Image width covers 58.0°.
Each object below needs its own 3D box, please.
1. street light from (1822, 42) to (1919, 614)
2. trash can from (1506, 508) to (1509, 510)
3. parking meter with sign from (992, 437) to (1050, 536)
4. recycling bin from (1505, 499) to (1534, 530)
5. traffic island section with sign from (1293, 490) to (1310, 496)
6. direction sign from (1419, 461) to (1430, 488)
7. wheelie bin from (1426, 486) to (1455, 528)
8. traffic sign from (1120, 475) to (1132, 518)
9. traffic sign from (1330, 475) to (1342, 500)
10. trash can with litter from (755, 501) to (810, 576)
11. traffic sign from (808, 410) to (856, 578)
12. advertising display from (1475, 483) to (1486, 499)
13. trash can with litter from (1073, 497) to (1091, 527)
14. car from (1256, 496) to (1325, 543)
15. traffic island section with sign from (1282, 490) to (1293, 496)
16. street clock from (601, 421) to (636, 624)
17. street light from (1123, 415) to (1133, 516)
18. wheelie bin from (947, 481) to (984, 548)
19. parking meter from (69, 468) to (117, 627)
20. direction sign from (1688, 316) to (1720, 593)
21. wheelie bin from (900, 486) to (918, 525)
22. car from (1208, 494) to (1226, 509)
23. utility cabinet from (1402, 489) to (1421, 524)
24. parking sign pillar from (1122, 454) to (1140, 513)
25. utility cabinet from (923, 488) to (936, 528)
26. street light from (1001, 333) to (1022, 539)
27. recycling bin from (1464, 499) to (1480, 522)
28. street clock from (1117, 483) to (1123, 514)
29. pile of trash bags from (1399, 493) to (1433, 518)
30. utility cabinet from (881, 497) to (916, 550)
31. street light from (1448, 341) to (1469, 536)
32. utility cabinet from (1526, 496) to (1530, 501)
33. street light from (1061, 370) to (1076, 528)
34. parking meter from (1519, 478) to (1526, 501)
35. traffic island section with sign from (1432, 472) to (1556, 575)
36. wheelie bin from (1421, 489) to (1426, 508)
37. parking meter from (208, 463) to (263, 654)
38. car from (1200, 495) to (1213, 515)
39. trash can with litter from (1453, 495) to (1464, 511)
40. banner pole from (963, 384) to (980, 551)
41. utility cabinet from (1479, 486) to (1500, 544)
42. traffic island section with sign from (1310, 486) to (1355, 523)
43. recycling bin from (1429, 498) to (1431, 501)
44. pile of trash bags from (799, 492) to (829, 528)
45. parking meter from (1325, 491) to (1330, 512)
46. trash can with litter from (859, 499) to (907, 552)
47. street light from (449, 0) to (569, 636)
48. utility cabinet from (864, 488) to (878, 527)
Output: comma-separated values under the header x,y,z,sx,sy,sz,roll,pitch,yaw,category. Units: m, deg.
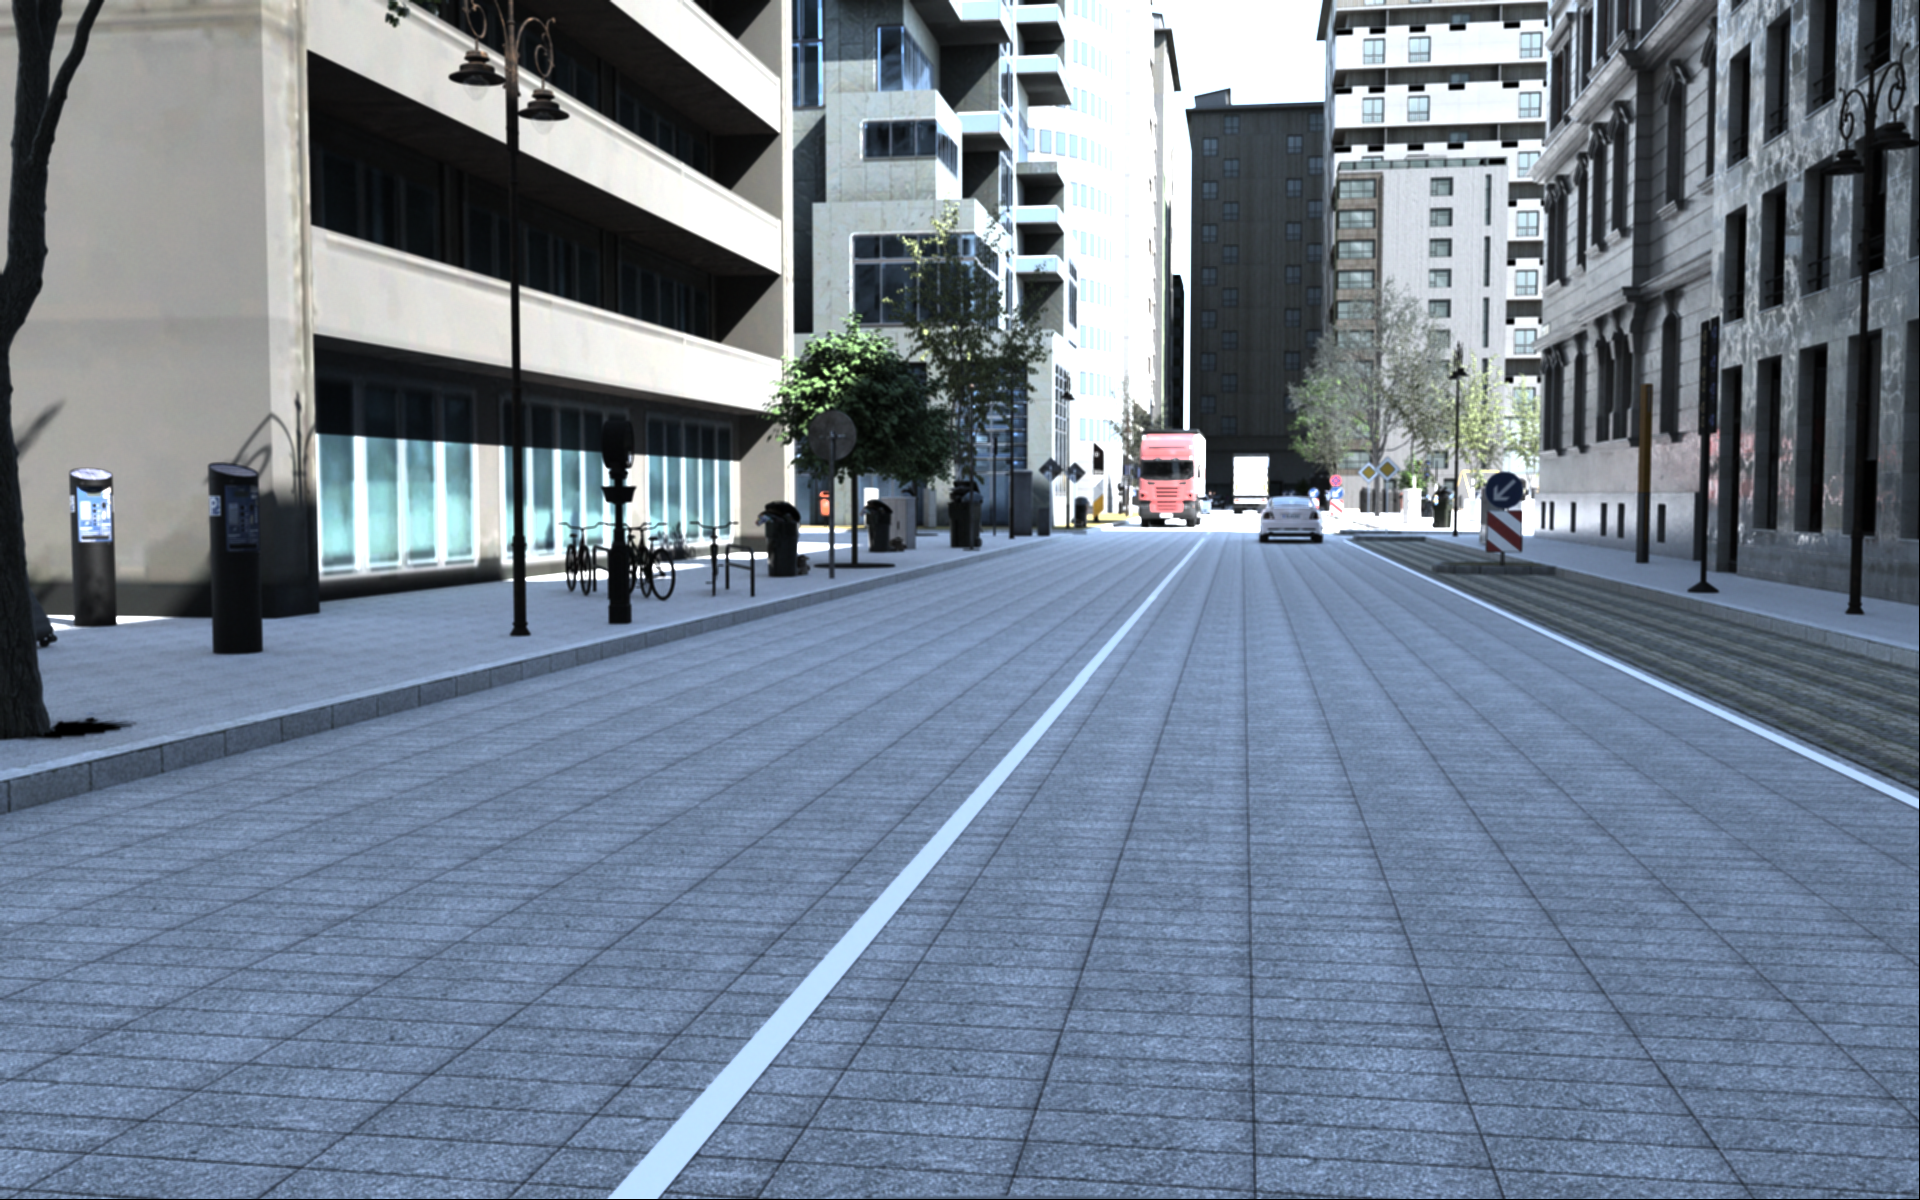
x,y,z,sx,sy,sz,roll,pitch,yaw,category
9.580,-2.788,18.364,0.468,5.910,1.993,1,4,9,street light
39.472,-7.045,126.844,0.748,1.137,0.748,0,3,0,trash can
1.880,-3.484,53.230,1.738,3.016,0.543,0,4,-7,parking meter with sign
20.071,-3.011,61.785,0.722,1.027,0.722,-2,4,-26,recycling bin
22.946,-6.384,112.999,1.989,1.847,2.006,1,4,9,traffic island section with sign
31.457,-7.686,117.661,0.876,3.537,0.379,1,4,22,direction sign
18.120,-3.488,64.930,0.693,1.594,0.980,3,5,40,wheelie bin
8.929,-5.574,93.267,0.606,2.300,0.079,1,4,13,traffic sign
25.051,-7.059,115.515,0.768,2.556,0.104,1,4,11,traffic sign
-2.753,-0.967,27.202,0.624,1.170,1.055,1,4,14,trash can with litter
-1.952,-1.602,26.303,0.768,2.556,0.104,1,4,12,traffic sign
31.345,-6.042,103.999,0.123,1.923,0.974,-2,4,-32,advertising display
4.709,-3.405,67.062,0.624,1.170,1.055,1,4,9,trash can with litter
9.994,-2.448,52.392,2.083,1.381,4.827,1,4,10,car
35.313,-11.020,188.802,1.989,1.847,2.006,1,4,9,traffic island section with sign
-3.377,-0.769,17.150,0.358,2.002,0.471,0,4,1,street clock
9.579,-7.718,98.981,0.468,5.910,1.993,1,4,9,street light
0.135,-2.063,41.638,0.980,1.594,0.693,2,4,32,wheelie bin
-8.438,-0.517,16.861,0.372,1.533,0.369,0,3,0,parking meter
9.727,-1.869,22.562,0.379,3.537,0.876,1,4,11,direction sign
-1.926,-3.558,66.080,0.693,1.594,0.980,0,3,0,wheelie bin
24.600,-9.592,166.620,2.009,1.686,4.222,0,4,7,car
19.033,-3.931,72.955,0.318,1.500,1.173,3,4,39,utility cabinet
11.554,-7.793,115.883,1.447,3.967,1.447,0,4,-6,parking sign pillar
-1.136,-3.476,65.508,0.318,1.500,1.173,-1,4,-12,utility cabinet
1.492,-4.703,49.685,0.468,5.910,1.993,1,4,9,street light
24.525,-4.296,82.786,0.722,1.027,0.722,2,4,26,recycling bin
10.156,-6.439,109.849,0.358,2.002,0.471,-1,4,-17,street clock
25.184,-5.198,94.740,1.912,1.369,3.447,-2,4,-24,pile of trash bags
-1.447,-1.792,40.462,0.306,1.237,1.020,-3,4,-38,utility cabinet
15.063,-4.875,52.493,0.468,5.910,1.993,1,4,9,street light
23.191,-3.683,71.378,0.306,1.237,1.020,0,4,4,utility cabinet
4.030,-5.609,64.500,0.468,5.910,1.993,1,4,9,street light
20.665,-3.554,63.819,0.255,1.863,0.399,0,4,-1,parking meter
9.673,-1.400,31.521,1.989,1.847,2.006,1,4,9,traffic island section with sign
29.192,-6.207,109.392,0.980,1.594,0.693,2,4,28,wheelie bin
-5.862,-0.343,14.016,0.372,1.533,0.369,0,3,0,parking meter
16.469,-6.597,119.865,2.014,1.417,4.499,0,4,8,car
37.240,-7.258,129.719,1.678,1.210,2.233,3,4,38,trash can with litter
0.255,-3.008,39.197,0.401,3.779,0.863,0,4,2,banner pole
13.408,-2.152,43.871,0.318,1.500,1.173,0,4,7,utility cabinet
18.542,-4.730,85.971,1.989,1.847,2.006,1,4,9,traffic island section with sign
33.501,-6.850,124.546,0.722,1.027,0.722,0,4,-4,recycling bin
-6.475,-3.405,65.426,3.447,1.369,1.912,-1,4,-9,pile of trash bags
26.572,-7.148,125.274,0.372,1.533,0.369,0,3,0,parking meter
-1.689,-1.658,38.489,0.624,1.170,1.055,3,4,36,trash can with litter
-3.995,-2.616,15.557,0.468,5.910,1.993,1,4,9,street light
-3.376,-3.521,66.248,0.318,1.500,1.173,1,4,10,utility cabinet
